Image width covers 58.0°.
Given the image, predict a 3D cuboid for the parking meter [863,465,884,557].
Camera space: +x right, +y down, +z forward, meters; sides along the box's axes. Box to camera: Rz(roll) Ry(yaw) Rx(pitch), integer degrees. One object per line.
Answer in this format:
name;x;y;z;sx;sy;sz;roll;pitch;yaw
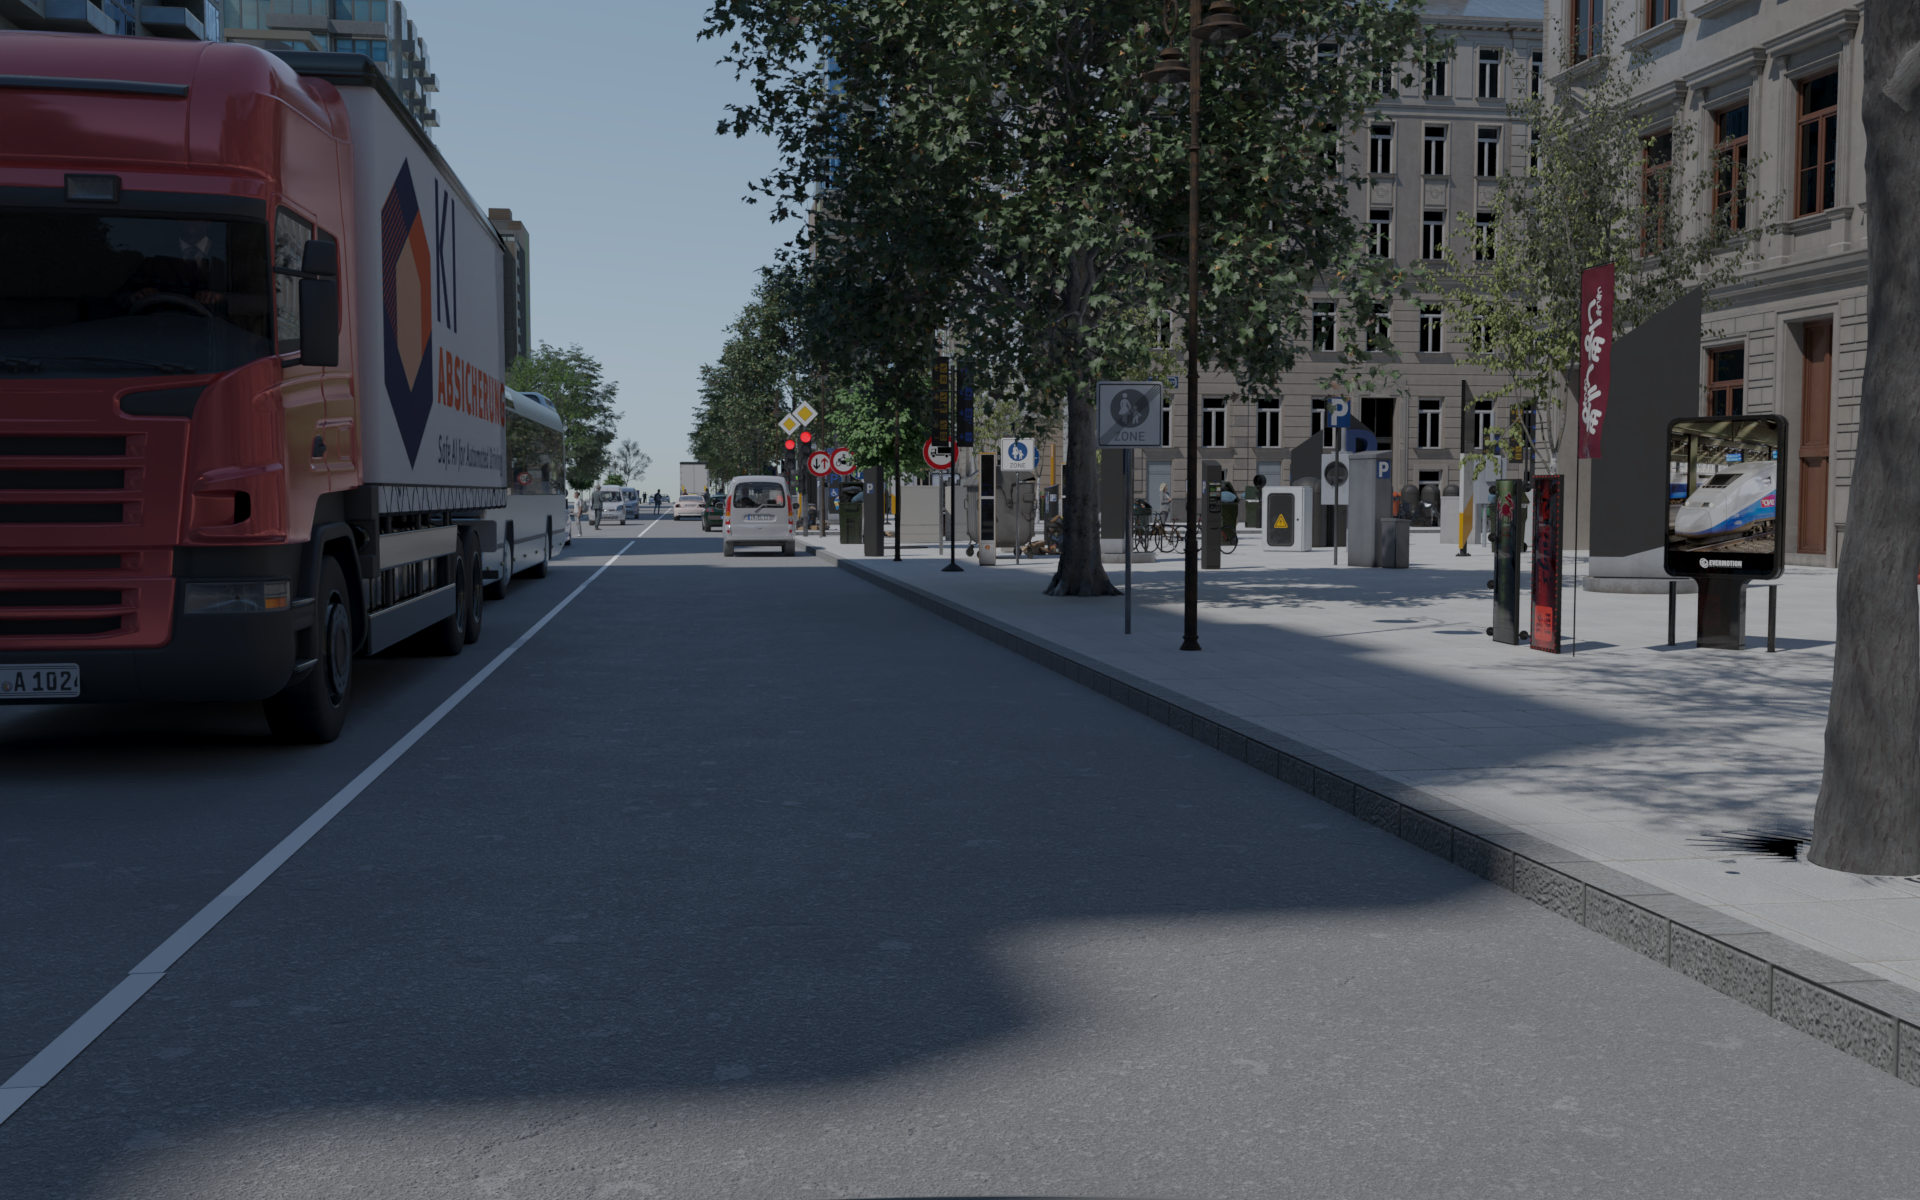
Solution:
parking meter;-1.771;-1.822;35.504;0.399;1.863;0.255;3;5;41

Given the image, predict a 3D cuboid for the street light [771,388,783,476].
street light;-8.008;-6.298;75.754;0.468;5.910;1.993;-1;4;-9

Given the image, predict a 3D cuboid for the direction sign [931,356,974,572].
direction sign;-0.119;-2.243;28.670;0.876;3.537;0.379;-3;5;-39

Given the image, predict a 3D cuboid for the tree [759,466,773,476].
tree;-12.234;-7.100;110.681;1.663;3.219;1.824;0;3;0

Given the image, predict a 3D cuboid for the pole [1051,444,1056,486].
pole;3.805;-4.702;70.728;0.158;3.312;0.155;0;3;0

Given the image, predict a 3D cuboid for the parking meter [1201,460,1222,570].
parking meter;4.279;-1.454;29.484;0.255;1.863;0.399;-1;4;-9

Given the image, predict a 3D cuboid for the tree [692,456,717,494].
tree;-39.484;-21.730;281.047;9.928;11.665;9.643;0;3;0

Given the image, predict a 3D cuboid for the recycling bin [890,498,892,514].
recycling bin;-4.188;-6.155;113.190;0.722;1.027;0.722;0;4;2

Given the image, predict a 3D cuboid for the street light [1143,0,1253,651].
street light;1.897;-2.525;14.072;0.468;5.910;1.993;-1;4;-9

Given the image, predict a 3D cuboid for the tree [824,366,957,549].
tree;-1.544;-3.499;40.916;4.285;4.588;4.351;0;3;0

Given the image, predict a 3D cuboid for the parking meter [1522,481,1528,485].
parking meter;24.771;-4.306;76.118;0.255;1.863;0.399;0;4;0

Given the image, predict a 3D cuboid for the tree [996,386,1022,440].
tree;3.398;-7.773;77.451;4.360;8.622;3.978;0;3;0

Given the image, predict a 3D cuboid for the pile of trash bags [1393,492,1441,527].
pile of trash bags;17.386;-3.519;67.292;1.912;1.369;3.447;3;4;36

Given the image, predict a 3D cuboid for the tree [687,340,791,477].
tree;-16.202;-12.800;127.408;7.486;12.596;7.792;0;3;0

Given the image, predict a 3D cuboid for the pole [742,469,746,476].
pole;-13.538;-7.017;108.572;0.158;3.312;0.155;0;3;0

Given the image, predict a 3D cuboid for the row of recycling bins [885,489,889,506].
row of recycling bins;-3.994;-6.873;119.491;3.534;1.692;1.069;1;4;13

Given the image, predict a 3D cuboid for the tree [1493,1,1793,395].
tree;9.897;-4.642;26.262;4.360;8.622;3.978;0;3;0

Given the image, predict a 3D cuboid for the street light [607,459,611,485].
street light;-43.733;-14.877;216.024;0.468;5.910;1.993;-1;4;-9

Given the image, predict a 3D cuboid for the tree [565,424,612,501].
tree;-38.713;-13.910;177.782;4.737;8.622;4.395;0;3;0

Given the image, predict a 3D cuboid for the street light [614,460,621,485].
street light;-46.690;-16.030;234.879;0.468;5.910;1.993;-1;4;-9

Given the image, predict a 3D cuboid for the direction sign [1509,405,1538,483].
direction sign;14.342;-3.173;43.873;0.876;3.537;0.379;0;4;2

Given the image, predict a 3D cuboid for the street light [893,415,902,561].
street light;-1.193;-3.677;32.900;0.468;5.910;1.993;-1;4;-9

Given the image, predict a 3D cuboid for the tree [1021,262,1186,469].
tree;4.417;-5.903;46.880;4.737;8.622;4.395;0;3;0

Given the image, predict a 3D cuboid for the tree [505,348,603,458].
tree;-29.734;-12.151;124.430;9.928;11.665;9.643;0;3;0

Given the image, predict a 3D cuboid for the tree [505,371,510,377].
tree;-24.931;-8.439;88.340;4.737;8.622;4.395;0;3;0

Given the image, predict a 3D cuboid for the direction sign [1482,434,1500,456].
direction sign;19.924;-4.467;65.028;0.876;3.537;0.379;-2;4;-29

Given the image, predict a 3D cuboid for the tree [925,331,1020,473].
tree;0.863;-7.439;71.997;4.737;8.622;4.395;0;3;0

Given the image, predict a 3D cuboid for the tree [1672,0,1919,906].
tree;3.204;-5.815;5.444;12.009;13.543;11.850;0;3;0

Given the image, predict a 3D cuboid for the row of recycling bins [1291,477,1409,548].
row of recycling bins;9.463;-2.170;42.597;3.534;1.692;1.069;-3;5;-40

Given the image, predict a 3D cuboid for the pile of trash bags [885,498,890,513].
pile of trash bags;-6.469;-6.416;114.651;3.447;1.369;1.912;-1;4;-21

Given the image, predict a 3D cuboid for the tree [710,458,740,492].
tree;-36.132;-18.748;256.894;4.737;8.622;4.395;0;3;0

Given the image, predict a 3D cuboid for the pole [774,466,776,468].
pole;-13.189;-7.953;123.872;0.158;3.312;0.155;0;3;0

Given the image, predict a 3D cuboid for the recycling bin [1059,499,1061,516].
recycling bin;5.060;-4.182;80.925;0.722;1.027;0.722;-1;4;-15

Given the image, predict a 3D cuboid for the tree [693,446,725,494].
tree;-27.434;-16.380;202.219;8.767;10.594;7.601;0;4;6

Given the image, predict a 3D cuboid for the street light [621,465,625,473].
street light;-49.762;-17.207;254.121;0.468;5.910;1.993;-1;4;-9

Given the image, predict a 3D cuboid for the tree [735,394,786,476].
tree;-12.372;-9.478;105.320;4.360;8.622;3.978;0;3;0

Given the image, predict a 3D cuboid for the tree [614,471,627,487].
tree;-48.675;-15.927;244.125;4.285;4.588;4.351;0;3;0

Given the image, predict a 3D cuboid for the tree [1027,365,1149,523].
tree;5.123;-6.952;64.022;4.360;8.622;3.978;0;3;0

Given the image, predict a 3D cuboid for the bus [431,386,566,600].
bus;-7.797;-1.912;26.115;2.948;3.499;13.247;-1;4;-8

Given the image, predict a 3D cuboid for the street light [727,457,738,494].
street light;-19.880;-10.919;151.312;0.468;5.910;1.993;-1;4;-9

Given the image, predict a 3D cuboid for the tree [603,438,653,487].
tree;-54.562;-21.289;282.485;8.767;10.594;7.601;-2;4;-24

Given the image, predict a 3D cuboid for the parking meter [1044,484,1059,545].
parking meter;2.286;-2.136;43.340;0.372;1.533;0.369;0;3;0

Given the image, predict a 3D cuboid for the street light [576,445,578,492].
street light;-33.739;-10.997;152.595;0.468;5.910;1.993;-1;4;-9

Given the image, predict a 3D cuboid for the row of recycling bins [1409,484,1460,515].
row of recycling bins;20.411;-4.048;73.297;3.534;1.692;1.069;2;4;26

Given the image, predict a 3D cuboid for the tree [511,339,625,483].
tree;-32.950;-14.494;143.626;9.857;13.997;8.962;0;3;0

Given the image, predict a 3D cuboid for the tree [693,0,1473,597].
tree;1.490;-6.412;21.851;9.611;12.733;9.660;0;3;0

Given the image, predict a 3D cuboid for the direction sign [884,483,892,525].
direction sign;-3.036;-4.911;72.285;0.876;3.537;0.379;2;4;28

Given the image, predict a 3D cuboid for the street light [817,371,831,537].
street light;-4.093;-4.830;51.757;0.468;5.910;1.993;-1;4;-9

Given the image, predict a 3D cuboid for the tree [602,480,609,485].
tree;-47.043;-14.363;229.429;1.663;3.219;1.824;0;3;0

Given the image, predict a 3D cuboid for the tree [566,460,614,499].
tree;-36.608;-11.215;167.075;4.285;4.588;4.351;0;3;0
